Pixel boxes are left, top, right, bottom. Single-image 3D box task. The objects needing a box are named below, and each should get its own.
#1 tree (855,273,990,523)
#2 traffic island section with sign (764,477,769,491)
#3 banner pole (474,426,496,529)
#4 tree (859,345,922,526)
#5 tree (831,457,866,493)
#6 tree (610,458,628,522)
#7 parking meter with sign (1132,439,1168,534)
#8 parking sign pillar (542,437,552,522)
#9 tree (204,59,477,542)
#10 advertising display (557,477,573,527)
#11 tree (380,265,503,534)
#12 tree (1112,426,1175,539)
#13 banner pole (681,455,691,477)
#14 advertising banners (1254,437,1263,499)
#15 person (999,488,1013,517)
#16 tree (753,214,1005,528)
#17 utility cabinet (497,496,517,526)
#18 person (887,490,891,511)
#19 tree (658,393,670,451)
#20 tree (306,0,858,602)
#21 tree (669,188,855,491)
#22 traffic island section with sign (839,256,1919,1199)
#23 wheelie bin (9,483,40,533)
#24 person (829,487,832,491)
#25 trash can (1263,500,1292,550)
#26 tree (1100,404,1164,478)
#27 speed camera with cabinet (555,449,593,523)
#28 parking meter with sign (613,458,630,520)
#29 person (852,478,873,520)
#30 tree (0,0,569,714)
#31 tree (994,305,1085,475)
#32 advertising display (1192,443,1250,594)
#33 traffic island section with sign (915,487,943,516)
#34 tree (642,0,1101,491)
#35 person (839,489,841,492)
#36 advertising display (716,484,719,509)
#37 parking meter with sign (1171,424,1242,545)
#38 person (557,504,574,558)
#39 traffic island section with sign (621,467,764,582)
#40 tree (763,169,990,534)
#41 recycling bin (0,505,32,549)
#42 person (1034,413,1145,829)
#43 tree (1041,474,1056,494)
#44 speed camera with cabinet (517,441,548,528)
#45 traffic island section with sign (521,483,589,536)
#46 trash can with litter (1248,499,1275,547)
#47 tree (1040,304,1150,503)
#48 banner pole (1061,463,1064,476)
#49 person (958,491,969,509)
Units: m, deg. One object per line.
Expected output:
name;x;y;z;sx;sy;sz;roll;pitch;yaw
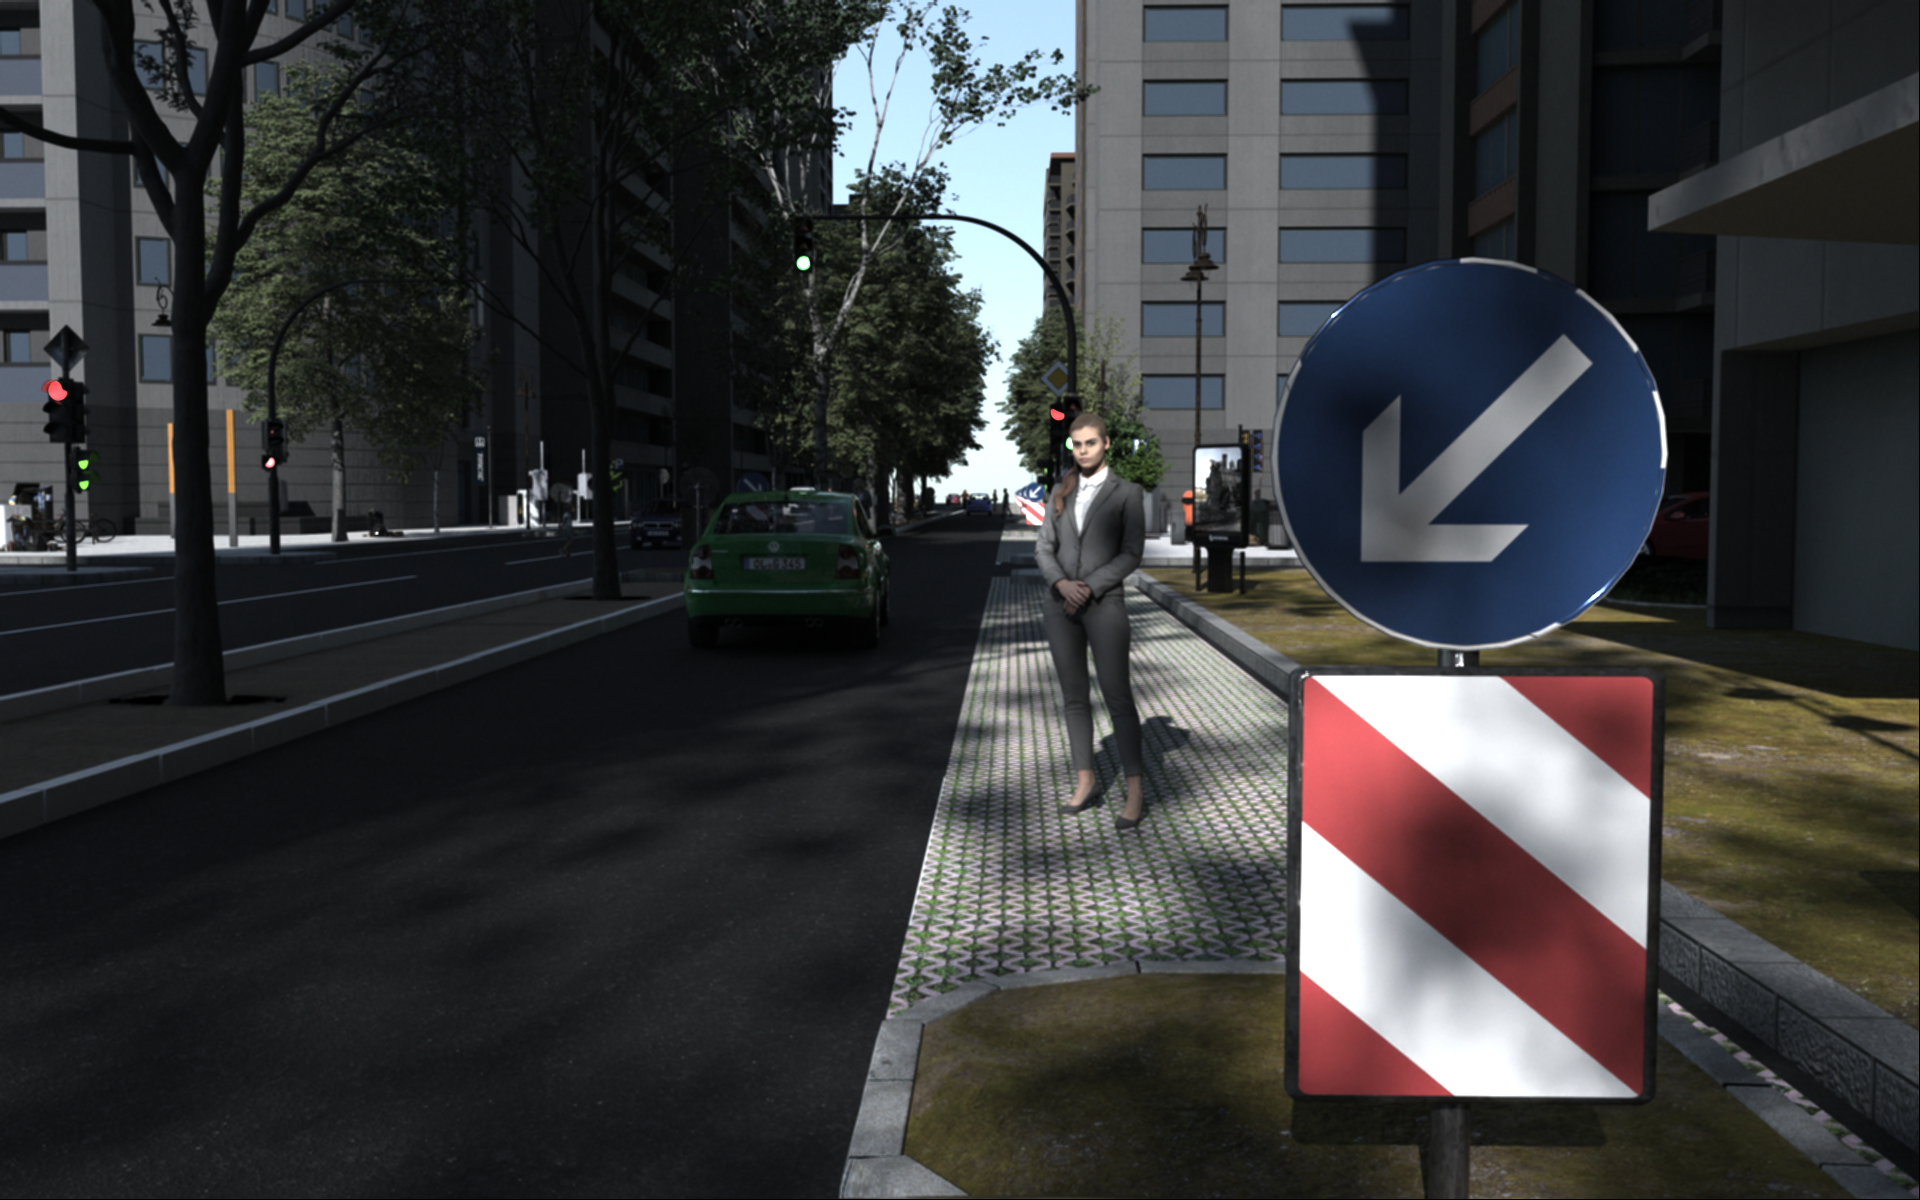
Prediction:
tree;-2.703;-11.320;94.189;9.857;13.997;8.962;0;3;0
traffic island section with sign;-4.226;-1.719;36.246;2.006;1.907;1.989;0;4;2
banner pole;-17.510;-4.510;63.755;0.401;3.779;0.863;3;5;44
tree;-2.992;-7.597;77.032;4.737;8.622;4.395;0;3;0
tree;-12.131;-15.540;188.484;8.767;10.594;7.601;0;3;0
tree;-16.347;-5.190;79.458;1.663;3.219;1.824;0;3;0
parking meter with sign;6.122;-3.619;55.424;0.543;3.016;1.738;2;4;30
parking sign pillar;-19.343;-5.654;80.912;1.447;3.967;1.447;-1;4;-16
tree;-17.116;-7.835;46.230;7.486;12.596;7.792;0;3;0
advertising display;-15.439;-3.827;67.777;0.123;1.923;0.974;1;4;18
tree;-16.832;-6.437;55.601;4.737;8.622;4.395;0;3;0
tree;5.190;-3.368;49.668;1.663;3.219;1.824;0;3;0
banner pole;-17.620;-7.459;111.970;0.863;3.779;0.401;1;4;10
advertising banners;9.412;-3.573;54.607;0.090;3.025;2.074;0;4;4
person;2.934;-6.165;109.566;0.850;1.792;0.678;-1;4;-16
tree;-3.069;-9.103;68.300;9.611;12.733;9.660;0;3;0
utility cabinet;-18.248;-3.621;70.372;1.020;1.237;0.306;-2;4;-26
person;-5.905;-8.206;143.390;0.721;1.743;1.217;1;4;14
tree;-15.021;-9.135;99.721;4.360;8.622;3.978;0;3;0
tree;-4.876;-5.807;23.160;9.928;11.665;9.643;0;3;0
tree;-4.322;-5.356;40.398;4.360;8.622;3.978;0;3;0
traffic island section with sign;0.775;0.301;3.705;1.989;1.847;2.006;0;4;2
wheelie bin;-26.460;-2.530;49.271;0.693;1.594;0.980;3;4;38
person;-7.846;-5.943;105.586;0.656;1.842;0.836;1;4;20
trash can;7.329;-1.721;39.795;0.748;1.137;0.748;0;3;0
tree;5.805;-4.875;63.416;4.285;4.588;4.351;0;3;0
speed camera with cabinet;-16.875;-5.003;76.142;0.660;3.252;2.038;2;4;32
parking meter with sign;-16.528;-5.420;84.878;0.543;3.016;1.738;0;3;0
person;-2.285;-1.909;39.893;0.537;1.800;0.526;1;4;9
tree;-5.226;-6.039;11.558;12.009;13.543;11.850;0;3;0
tree;5.775;-11.388;104.325;7.486;12.596;7.792;0;3;0
advertising display;3.377;-1.055;22.461;0.123;1.923;0.974;-2;4;-33
traffic island section with sign;-1.981;-6.313;111.352;2.006;1.907;1.989;0;4;2
tree;-2.805;-11.635;48.574;12.611;20.169;13.585;0;3;0
person;-9.664;-7.988;139.121;1.348;1.822;0.705;1;4;9
advertising display;-15.502;-6.455;110.760;0.123;1.923;0.974;0;4;-6
parking meter with sign;6.199;-2.898;43.635;1.738;3.016;0.543;0;4;5
person;-8.903;-1.566;39.124;0.382;1.210;0.505;-1;4;-10
traffic island section with sign;-4.457;-1.266;28.843;2.006;1.907;1.989;0;4;2
tree;-3.016;-8.507;59.667;7.486;12.596;7.792;0;3;0
recycling bin;-22.254;-1.713;40.557;0.722;1.027;0.722;2;4;31
person;0.563;0.071;7.611;0.520;1.790;0.573;1;4;11
tree;7.525;-9.083;143.114;1.663;3.219;1.824;0;3;0
speed camera with cabinet;-16.210;-4.357;65.579;0.660;3.252;2.038;-2;4;-32
traffic island section with sign;-13.920;-3.130;59.796;1.989;1.847;2.006;0;4;2
trash can with litter;7.313;-1.900;42.445;0.624;1.170;1.055;2;4;25
tree;5.230;-7.211;68.259;4.737;8.622;4.395;0;3;0
banner pole;5.342;-6.165;90.822;0.401;3.779;0.863;-1;4;-10
person;0.363;-9.563;165.380;1.217;1.766;0.721;1;4;14
